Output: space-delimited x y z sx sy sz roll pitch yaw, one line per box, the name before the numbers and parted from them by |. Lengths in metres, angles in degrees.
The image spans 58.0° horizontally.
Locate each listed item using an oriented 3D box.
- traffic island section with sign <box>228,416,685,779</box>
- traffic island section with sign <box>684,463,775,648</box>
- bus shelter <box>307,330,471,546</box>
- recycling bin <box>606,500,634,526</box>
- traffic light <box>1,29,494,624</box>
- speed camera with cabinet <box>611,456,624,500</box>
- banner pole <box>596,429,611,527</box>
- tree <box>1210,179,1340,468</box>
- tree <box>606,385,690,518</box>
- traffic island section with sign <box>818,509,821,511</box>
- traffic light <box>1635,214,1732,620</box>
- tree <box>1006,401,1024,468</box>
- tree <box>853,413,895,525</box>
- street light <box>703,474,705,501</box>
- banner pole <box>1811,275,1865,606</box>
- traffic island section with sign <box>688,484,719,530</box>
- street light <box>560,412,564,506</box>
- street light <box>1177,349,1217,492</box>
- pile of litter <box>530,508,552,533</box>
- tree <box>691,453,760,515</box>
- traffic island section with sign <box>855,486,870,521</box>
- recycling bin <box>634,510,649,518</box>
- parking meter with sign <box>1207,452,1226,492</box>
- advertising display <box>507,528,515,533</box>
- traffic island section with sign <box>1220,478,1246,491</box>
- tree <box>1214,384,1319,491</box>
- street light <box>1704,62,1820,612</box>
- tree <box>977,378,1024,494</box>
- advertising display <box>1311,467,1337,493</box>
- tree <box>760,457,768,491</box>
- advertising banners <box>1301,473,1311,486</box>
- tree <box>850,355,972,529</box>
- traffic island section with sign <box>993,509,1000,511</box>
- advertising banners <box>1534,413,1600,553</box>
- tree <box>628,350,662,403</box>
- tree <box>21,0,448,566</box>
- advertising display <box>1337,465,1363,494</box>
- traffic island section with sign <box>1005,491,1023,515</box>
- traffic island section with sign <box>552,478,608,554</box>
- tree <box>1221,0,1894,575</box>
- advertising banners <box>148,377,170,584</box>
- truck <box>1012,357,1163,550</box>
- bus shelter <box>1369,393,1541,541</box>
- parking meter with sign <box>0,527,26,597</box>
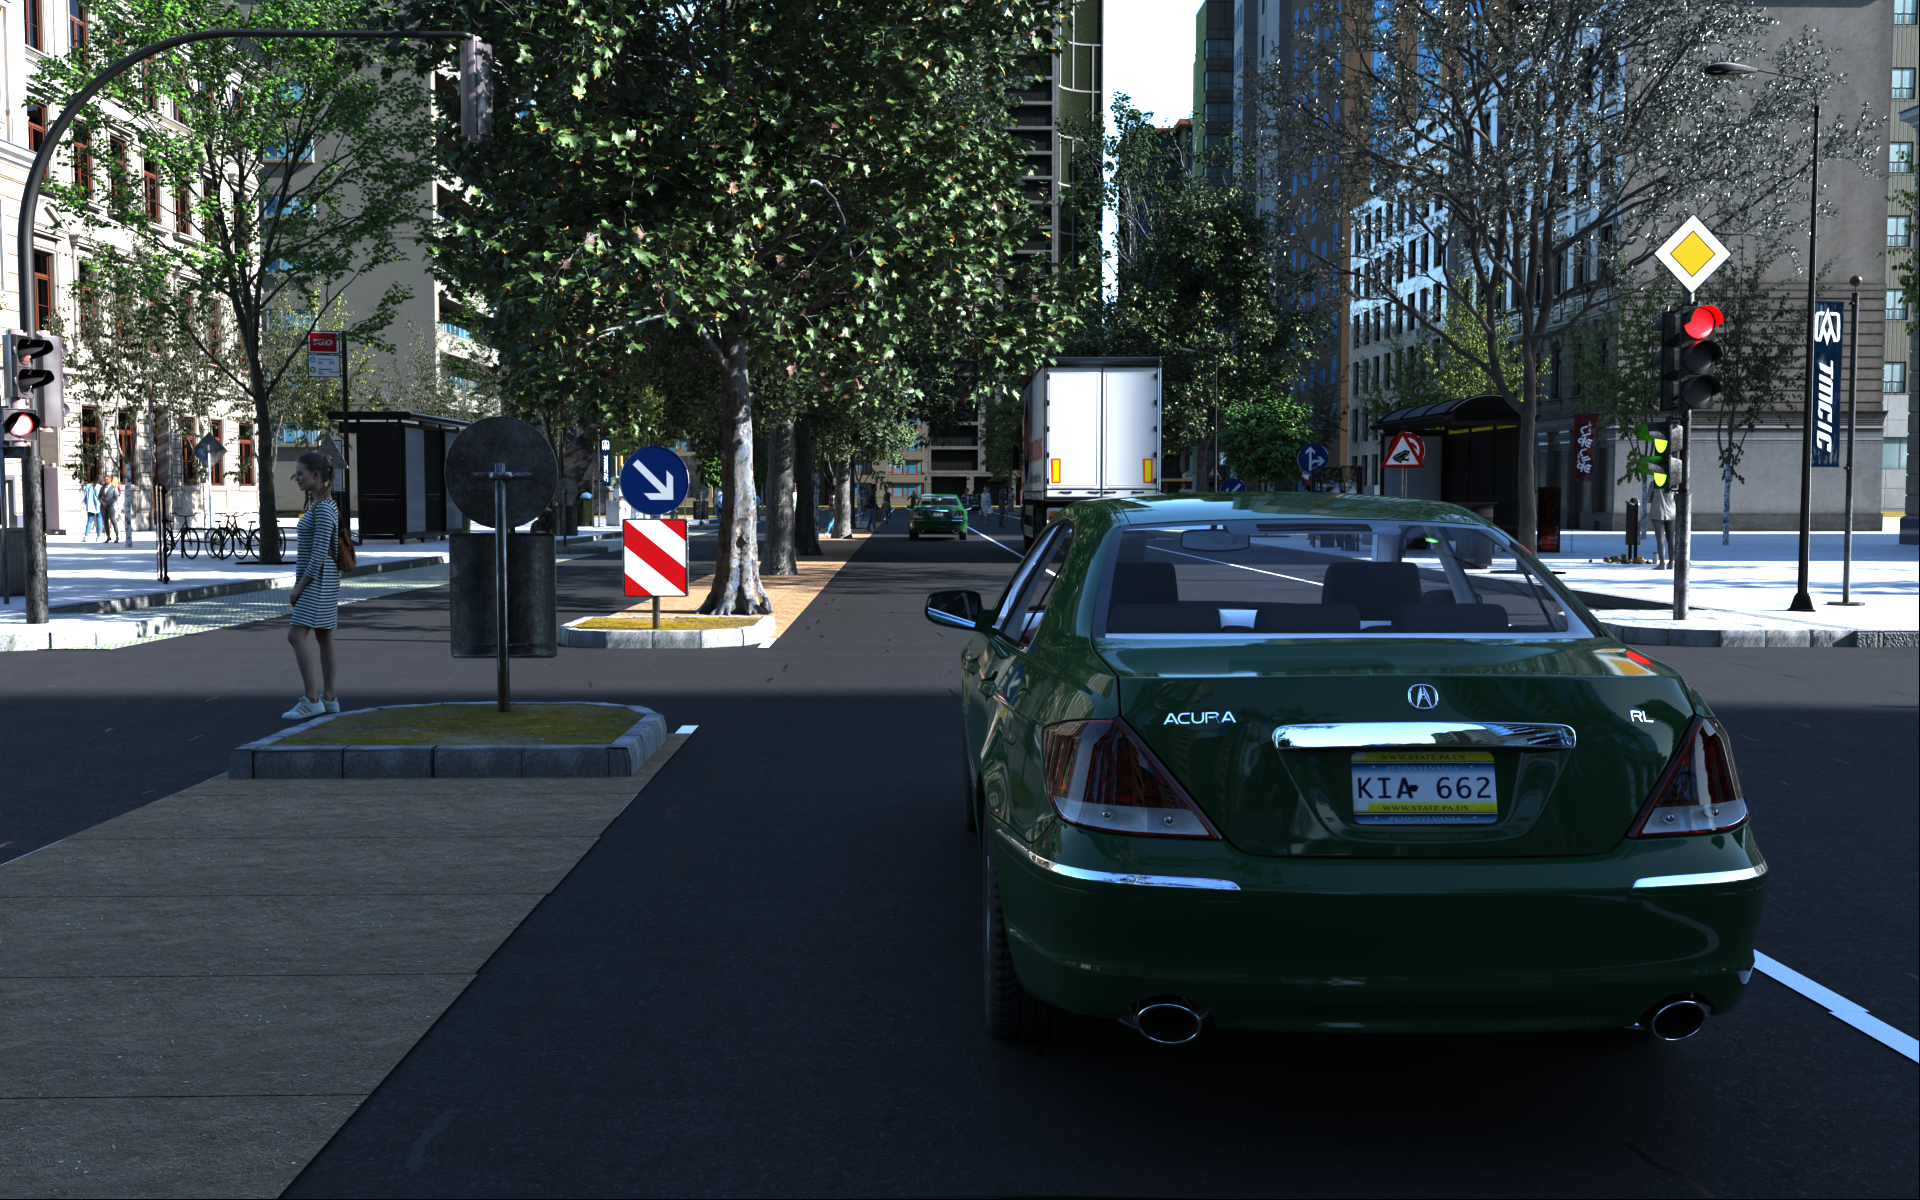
traffic island section with sign | -2.685 -0.090 9.611 2.006 1.907 1.989 0 4 -2
traffic island section with sign | -2.898 -0.543 17.015 2.006 1.907 1.989 0 4 -2
bus shelter | -14.990 -4.138 45.285 2.179 5.291 8.768 0 4 -2
recycling bin | -13.676 -3.471 69.303 0.722 1.027 0.722 2 4 26
traffic light | -7.035 -2.597 17.136 4.771 5.953 1.251 0 4 -2
speed camera with cabinet | -17.303 -5.869 90.293 2.038 3.252 0.660 3 4 36
banner pole | -13.776 -4.700 66.860 0.401 3.779 0.863 2 4 34
tree | 8.827 -8.919 62.835 9.611 12.733 9.660 0 3 0
tree | -13.947 -7.972 80.709 4.737 8.622 4.395 0 3 0
traffic island section with sign | -12.715 -8.406 146.072 1.989 1.847 2.006 0 4 -2
traffic light | 7.331 -1.751 17.547 0.839 4.253 0.868 0 4 -2
tree | 7.133 -12.561 139.781 7.601 10.594 8.767 1 4 9
tree | -4.581 -7.741 79.391 4.737 8.622 4.395 0 3 0
street light | -12.785 -7.190 90.099 1.470 5.913 1.316 0 4 -2
banner pole | 10.029 -1.824 19.847 0.863 3.779 0.401 -1 4 -18
traffic island section with sign | -10.429 -3.742 69.816 1.989 1.847 2.006 0 4 -2
street light | -11.758 -4.951 53.484 1.470 5.913 1.316 0 4 -2
street light | 7.635 -5.072 55.462 1.470 5.913 1.316 0 4 -2
pile of litter | -13.040 -2.538 55.459 1.719 0.858 1.176 -2 4 -35
tree | -14.935 -7.386 104.473 4.285 4.588 4.351 0 3 0
traffic island section with sign | -5.167 -5.137 92.119 2.006 1.907 1.989 0 4 -2
recycling bin | -14.280 -3.940 76.967 0.722 1.027 0.722 -3 5 -39
parking meter with sign | 10.229 -4.577 71.088 1.738 3.016 0.543 -2 4 -33
advertising display | -12.572 -2.645 48.458 0.123 1.923 0.974 -2 4 -25
traffic island section with sign | 6.596 -2.128 43.419 1.989 1.847 2.006 0 4 -2
tree | 9.240 -4.170 51.889 4.285 4.588 4.351 0 3 0
street light | 8.710 -2.832 18.836 1.470 5.913 1.316 0 4 -2
tree | 5.105 -15.333 168.822 7.486 12.596 7.792 0 3 0
advertising display | 8.829 -2.223 41.559 0.974 1.923 0.123 -2 4 -31
tree | -15.049 -9.372 136.943 4.285 4.588 4.351 0 3 0
advertising banners | 11.904 -3.692 56.553 0.090 3.025 2.074 -3 5 -43
tree | -4.422 -9.661 70.786 12.009 13.543 11.850 0 3 0
traffic island section with sign | 3.494 -8.429 146.442 1.989 1.847 2.006 0 4 -2
advertising banners | 12.892 -2.555 37.960 2.074 3.025 0.090 1 4 21
tree | -13.692 -8.121 58.536 9.928 11.665 9.643 0 3 0
tree | -12.768 -6.456 31.317 9.928 11.665 9.643 0 3 0
advertising display | 8.804 -2.069 39.037 0.123 1.923 0.974 -1 4 -11
traffic island section with sign | 4.314 -6.781 119.499 1.989 1.847 2.006 0 4 -2
traffic island section with sign | -9.584 -2.029 41.810 1.989 1.847 2.006 0 4 -2
tree | 8.984 -7.164 27.494 12.009 13.543 11.850 0 3 0
advertising banners | -11.767 -1.788 25.414 0.090 3.025 2.074 -2 4 -29
truck | 2.842 -3.189 41.061 2.839 4.237 11.283 0 4 -1
bus shelter | 10.611 -2.675 37.668 2.014 3.302 5.546 0 4 -2
parking meter with sign | -12.400 -1.529 21.254 0.543 3.016 1.738 3 5 40
